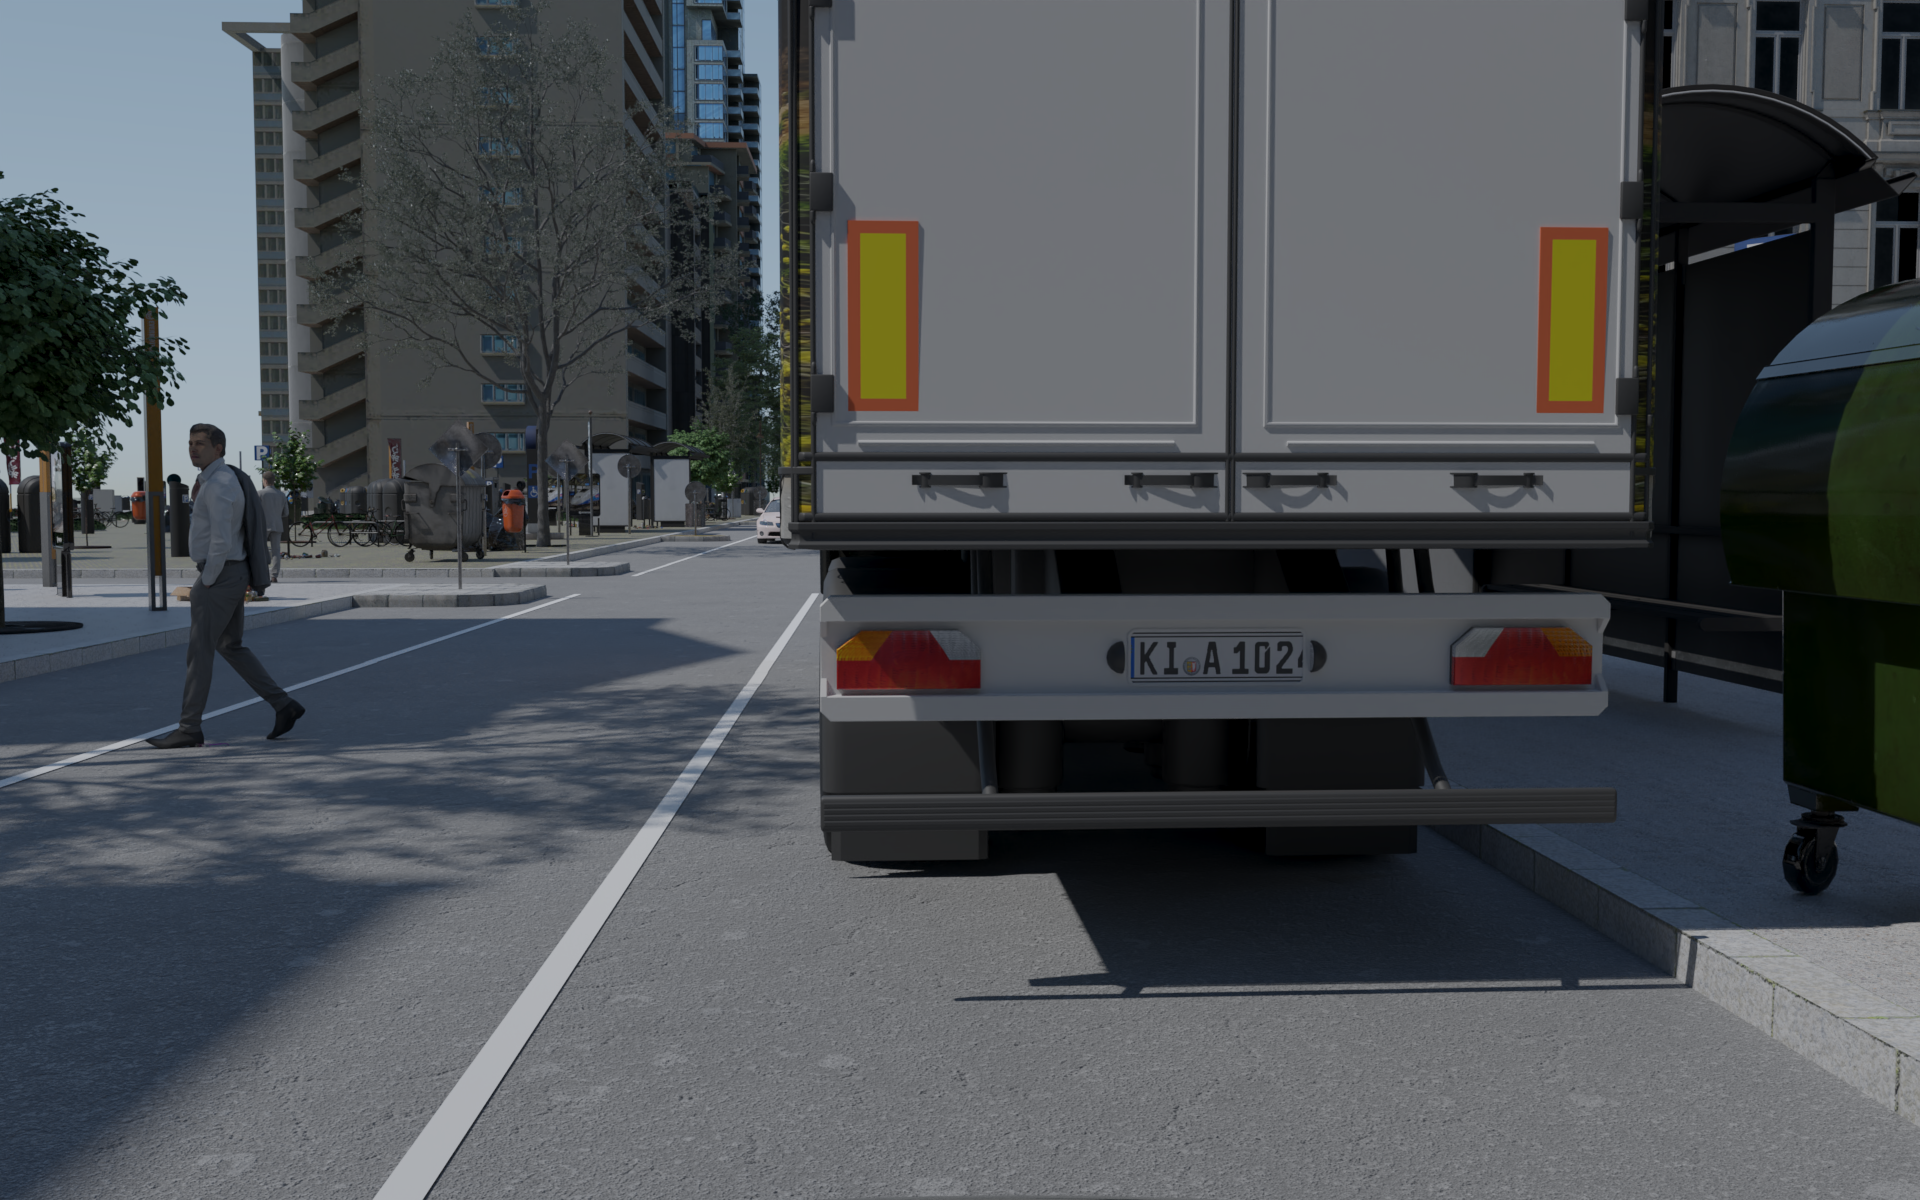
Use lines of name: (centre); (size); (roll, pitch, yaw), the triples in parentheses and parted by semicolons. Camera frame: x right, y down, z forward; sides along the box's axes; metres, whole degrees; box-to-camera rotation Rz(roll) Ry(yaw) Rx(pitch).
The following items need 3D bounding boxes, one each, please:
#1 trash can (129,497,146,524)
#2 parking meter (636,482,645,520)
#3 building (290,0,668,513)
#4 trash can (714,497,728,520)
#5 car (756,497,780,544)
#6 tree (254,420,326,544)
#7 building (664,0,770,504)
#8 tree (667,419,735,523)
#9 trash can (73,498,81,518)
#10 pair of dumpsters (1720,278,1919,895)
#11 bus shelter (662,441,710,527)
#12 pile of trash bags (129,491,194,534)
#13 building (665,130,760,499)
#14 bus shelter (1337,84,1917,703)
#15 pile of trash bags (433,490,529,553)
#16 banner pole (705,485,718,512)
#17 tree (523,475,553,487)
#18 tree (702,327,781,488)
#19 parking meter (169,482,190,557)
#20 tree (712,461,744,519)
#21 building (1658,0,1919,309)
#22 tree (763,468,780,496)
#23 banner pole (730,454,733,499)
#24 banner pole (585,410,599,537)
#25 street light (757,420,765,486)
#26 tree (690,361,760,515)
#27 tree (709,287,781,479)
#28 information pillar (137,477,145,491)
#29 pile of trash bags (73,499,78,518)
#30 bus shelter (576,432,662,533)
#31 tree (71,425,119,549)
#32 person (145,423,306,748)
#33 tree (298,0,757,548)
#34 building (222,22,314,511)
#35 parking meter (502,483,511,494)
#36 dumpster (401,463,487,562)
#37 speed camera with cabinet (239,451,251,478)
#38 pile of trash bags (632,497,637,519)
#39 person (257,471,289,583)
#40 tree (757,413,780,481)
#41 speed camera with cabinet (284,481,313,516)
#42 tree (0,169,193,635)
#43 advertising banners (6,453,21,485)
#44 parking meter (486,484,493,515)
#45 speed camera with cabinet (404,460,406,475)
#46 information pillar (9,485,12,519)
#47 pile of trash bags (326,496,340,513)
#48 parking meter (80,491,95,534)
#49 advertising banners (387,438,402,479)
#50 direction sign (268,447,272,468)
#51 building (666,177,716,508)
trash can: (-34.911, -3.794, 73.688); (0.748, 1.137, 0.748); (0, 3, 0)
parking meter: (-15.688, -4.857, 85.118); (0.399, 1.863, 0.255); (2, 4, 30)
building: (-31.795, -30.129, 116.309); (21.300, 48.544, 21.600); (0, 4, -2)
trash can: (-11.874, -4.555, 86.135); (0.748, 1.137, 0.748); (0, 3, 0)
car: (-4.975, -2.403, 51.651); (2.083, 1.381, 4.827); (0, 4, -1)
tree: (-17.468, -3.108, 45.422); (1.663, 3.219, 1.824); (0, 3, 0)
building: (-37.417, -56.671, 239.235); (22.319, 86.520, 31.000); (0, 4, -2)
tree: (-11.409, -5.652, 76.128); (4.285, 4.588, 4.351); (0, 3, 0)
trash can: (-35.782, -3.584, 70.245); (0.748, 1.137, 0.748); (0, 3, 0)
pair of dumpsters: (3.347, -0.062, 3.512); (1.574, 2.255, 4.437); (0, 4, -2)
bus shelter: (-11.282, -4.612, 69.334); (2.014, 3.302, 5.546); (0, 4, -2)
pile of trash bags: (-26.041, -2.925, 57.573); (1.912, 1.369, 3.447); (2, 4, 23)
building: (-36.156, -34.008, 210.651); (22.147, 44.769, 28.867); (0, 4, -2)
bus shelter: (3.603, -1.066, 11.349); (2.014, 3.302, 5.546); (0, 4, -2)
pile of trash bags: (-10.559, -1.778, 38.822); (1.912, 1.369, 3.447); (-3, 4, -38)
banner pole: (-12.778, -6.086, 89.519); (0.863, 3.779, 0.401); (0, 4, 7)
tree: (-23.450, -6.217, 96.255); (1.663, 3.219, 1.824); (0, 3, 0)
tree: (-13.912, -12.226, 118.016); (7.486, 12.596, 7.792); (0, 3, 0)
parking meter: (-15.912, -1.646, 35.328); (0.372, 1.533, 0.369); (0, 3, 0)
tree: (-11.978, -5.724, 88.196); (1.663, 3.219, 1.824); (0, 3, 0)
building: (31.775, -16.636, 48.414); (44.131, 29.872, 17.030); (0, 4, -2)
tree: (-14.137, -8.344, 131.018); (1.663, 3.219, 1.824); (0, 3, 0)
banner pole: (-14.081, -7.109, 106.253); (0.401, 3.779, 0.863); (-2, 4, -28)
banner pole: (-11.122, -3.797, 52.104); (0.401, 3.779, 0.863); (-1, 4, -19)
street light: (-12.457, -8.282, 108.192); (0.468, 5.910, 1.993); (0, 4, -2)
tree: (-13.232, -8.940, 96.539); (4.360, 8.622, 3.978); (0, 3, 0)
tree: (-13.639, -17.388, 140.181); (12.611, 20.169, 13.585); (0, 3, 0)
information pillar: (-35.476, -4.316, 75.057); (0.304, 2.012, 0.304); (-1, 4, -22)
pile of trash bags: (-44.657, -4.638, 85.584); (1.912, 1.369, 3.447); (-2, 4, -27)
bus shelter: (-11.706, -4.013, 59.536); (2.014, 3.302, 5.546); (0, 4, -3)
tree: (-20.729, -2.822, 40.741); (1.663, 3.219, 1.824); (0, 3, 0)
person: (-4.219, -0.081, 9.918); (0.850, 1.850, 0.679); (-1, 4, -22)
tree: (-10.162, -8.042, 41.851); (12.009, 13.543, 11.850); (0, 3, 0)
building: (-38.383, -27.362, 139.257); (32.217, 40.220, 23.993); (0, 4, -2)
parking meter: (-23.580, -5.164, 90.135); (0.255, 1.863, 0.399); (3, 5, 40)
dumpster: (-9.907, -1.683, 33.272); (1.264, 1.857, 1.865); (0, 4, -3)
speed camera with cabinet: (-33.624, -5.199, 79.346); (2.038, 3.252, 0.660); (-2, 4, -34)
pile of trash bags: (-17.211, -4.779, 87.895); (3.447, 1.369, 1.912); (-2, 4, -25)
person: (-11.236, -1.184, 28.058); (0.583, 1.804, 0.606); (3, 4, 36)
tree: (-16.833, -16.208, 182.015); (9.611, 12.733, 9.660); (0, 3, 0)
speed camera with cabinet: (-37.396, -6.338, 97.957); (0.660, 3.252, 2.038); (1, 4, 12)
tree: (-9.181, -1.992, 16.291); (4.285, 4.588, 4.351); (0, 3, 0)
advertising banners: (-26.981, -3.333, 50.681); (2.074, 3.025, 0.090); (0, 4, 5)
parking meter: (-11.956, -2.153, 43.617); (0.372, 1.533, 0.369); (0, 3, 0)
speed camera with cabinet: (-32.669, -6.600, 102.251); (0.660, 3.252, 2.038); (0, 4, 4)
information pillar: (-49.183, -6.013, 89.668); (0.183, 3.616, 0.504); (-2, 4, -32)
pile of trash bags: (-36.218, -5.679, 102.607); (3.447, 1.369, 1.912); (2, 4, 30)
parking meter: (-28.108, -2.898, 55.786); (0.372, 1.533, 0.369); (0, 3, 0)
advertising banners: (-17.287, -3.594, 54.952); (0.090, 3.025, 2.074); (2, 4, 34)
direction sign: (-33.165, -5.586, 83.320); (0.379, 3.537, 0.876); (-2, 4, -30)
building: (-30.195, -23.685, 158.945); (14.160, 30.474, 14.107); (0, 4, -2)
